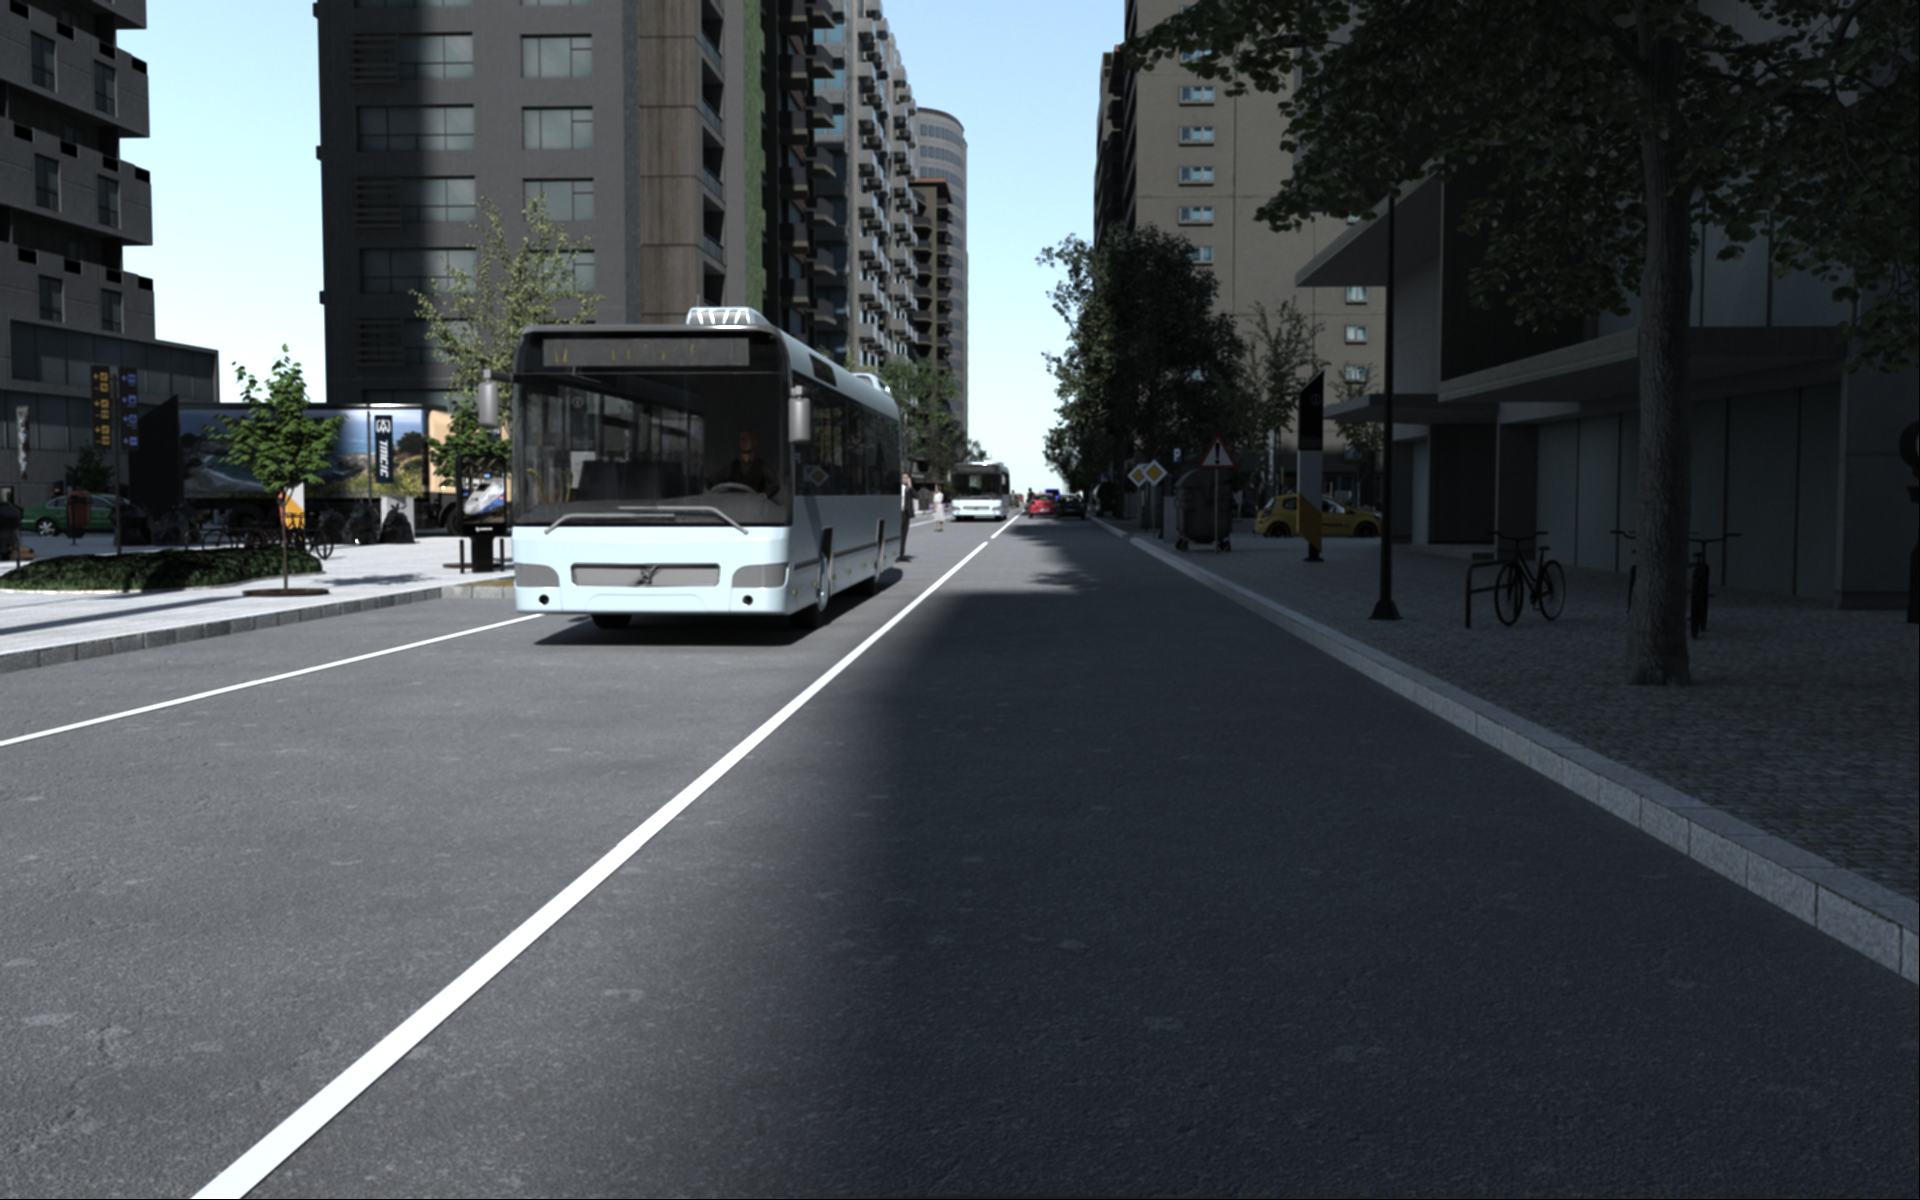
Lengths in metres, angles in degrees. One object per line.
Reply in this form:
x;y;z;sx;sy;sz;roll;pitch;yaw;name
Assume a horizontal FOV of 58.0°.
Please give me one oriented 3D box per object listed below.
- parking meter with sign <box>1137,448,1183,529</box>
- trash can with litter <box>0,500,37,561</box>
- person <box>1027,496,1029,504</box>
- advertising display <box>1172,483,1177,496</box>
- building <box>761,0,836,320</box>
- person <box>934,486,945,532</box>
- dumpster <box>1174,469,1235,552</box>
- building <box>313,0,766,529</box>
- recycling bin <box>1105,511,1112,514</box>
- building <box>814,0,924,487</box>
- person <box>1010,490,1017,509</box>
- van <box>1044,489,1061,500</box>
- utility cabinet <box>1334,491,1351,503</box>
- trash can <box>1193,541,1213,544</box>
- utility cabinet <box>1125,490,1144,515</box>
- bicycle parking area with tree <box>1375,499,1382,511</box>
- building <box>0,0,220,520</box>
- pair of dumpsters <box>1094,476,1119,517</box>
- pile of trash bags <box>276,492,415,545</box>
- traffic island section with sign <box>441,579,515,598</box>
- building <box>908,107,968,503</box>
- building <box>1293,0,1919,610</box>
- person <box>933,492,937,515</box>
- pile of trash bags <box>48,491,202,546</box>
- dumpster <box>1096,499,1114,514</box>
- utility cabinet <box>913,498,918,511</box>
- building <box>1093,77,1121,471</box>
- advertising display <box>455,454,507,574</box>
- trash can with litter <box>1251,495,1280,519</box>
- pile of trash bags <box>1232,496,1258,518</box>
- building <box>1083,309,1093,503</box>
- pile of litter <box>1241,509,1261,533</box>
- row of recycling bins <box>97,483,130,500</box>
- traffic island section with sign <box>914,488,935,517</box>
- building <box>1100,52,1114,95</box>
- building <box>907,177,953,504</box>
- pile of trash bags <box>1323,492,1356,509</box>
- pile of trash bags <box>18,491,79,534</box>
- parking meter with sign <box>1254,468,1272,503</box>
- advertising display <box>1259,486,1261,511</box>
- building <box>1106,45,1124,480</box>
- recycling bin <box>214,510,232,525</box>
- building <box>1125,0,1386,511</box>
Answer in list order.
7.475;-4.196;64.861;1.738;3.016;0.543;-2;4;-27;parking meter with sign
-18.234;-1.346;33.393;1.055;1.170;0.624;2;4;26;trash can with litter
9.656;-14.343;244.473;0.415;1.643;0.593;0;4;4;person
13.417;-6.138;105.575;0.974;1.923;0.123;-1;4;-17;advertising display
-19.046;-27.219;99.660;22.147;44.769;28.867;0;4;3;building
-0.856;-3.505;66.380;0.524;1.755;0.480;2;4;35;person
5.530;-2.042;39.148;1.264;1.857;1.865;0;4;3;dumpster
-15.754;-23.516;68.087;14.154;41.232;14.086;0;4;3;building
9.348;-5.991;110.509;0.722;1.027;0.722;0;4;0;recycling bin
-16.084;-34.239;179.420;23.786;49.044;30.456;0;4;3;building
5.167;-9.850;169.556;1.348;1.824;0.705;-3;5;-43;person
10.672;-12.085;201.969;2.240;2.365;5.245;0;4;1;van
27.430;-7.066;124.208;1.173;1.500;0.318;3;4;39;utility cabinet
6.301;-2.023;44.723;0.748;1.137;0.748;0;3;0;trash can
10.778;-6.016;107.037;1.173;1.500;0.318;2;4;32;utility cabinet
33.506;-8.522;126.328;9.016;4.147;8.231;3;5;40;bicycle parking area with tree
-52.331;-29.671;74.354;27.495;52.752;28.713;0;4;3;building
8.332;-5.781;97.019;1.574;2.255;4.437;0;4;3;pair of dumpsters
-15.714;-2.092;43.951;1.912;1.369;3.447;2;4;35;pile of trash bags
-6.135;-0.987;24.767;1.989;1.847;2.006;0;4;3;traffic island section with sign
-10.065;-44.035;261.977;21.231;58.520;28.212;0;4;3;building
21.450;-27.000;30.685;28.713;52.752;27.495;0;4;3;building
-1.712;-6.715;120.102;0.330;1.601;0.589;2;4;25;person
-20.875;-2.073;43.641;3.447;1.369;1.912;0;4;6;pile of trash bags
8.738;-5.988;103.661;1.264;1.857;1.865;0;4;3;dumpster
-3.510;-7.241;129.546;0.306;1.237;1.020;-2;4;-33;utility cabinet
26.175;-34.836;193.270;21.300;48.544;21.600;0;4;3;building
-7.810;-1.411;28.288;0.123;1.923;0.974;2;4;33;advertising display
15.870;-4.709;88.043;2.233;1.210;1.678;1;4;13;trash can with litter
14.384;-5.117;93.418;3.447;1.369;1.912;1;4;10;pile of trash bags
25.730;-30.076;263.447;14.160;30.474;14.107;0;4;3;building
10.151;-2.638;57.100;1.719;0.858;1.176;3;5;39;pile of litter
-31.209;-3.559;65.301;3.534;1.692;1.069;1;4;14;row of recycling bins
-2.167;-6.027;107.162;1.989;1.847;2.006;0;4;3;traffic island section with sign
30.759;-51.461;279.635;20.563;71.187;20.611;0;4;3;building
-12.324;-35.435;233.986;22.147;44.769;28.867;0;4;3;building
19.581;-4.954;90.743;1.912;1.369;3.447;0;4;-4;pile of trash bags
-33.019;-3.102;60.473;3.447;1.369;1.912;-3;5;-44;pile of trash bags
20.148;-7.176;113.582;1.738;3.016;0.543;1;4;14;parking meter with sign
22.663;-7.585;129.230;0.123;1.923;0.974;-2;4;-33;advertising display
25.457;-31.412;168.203;22.147;44.769;28.867;0;4;3;building
-30.528;-3.640;72.063;0.722;1.027;0.722;1;4;17;recycling bin
24.568;-31.699;141.982;21.300;48.544;21.600;0;4;3;building
